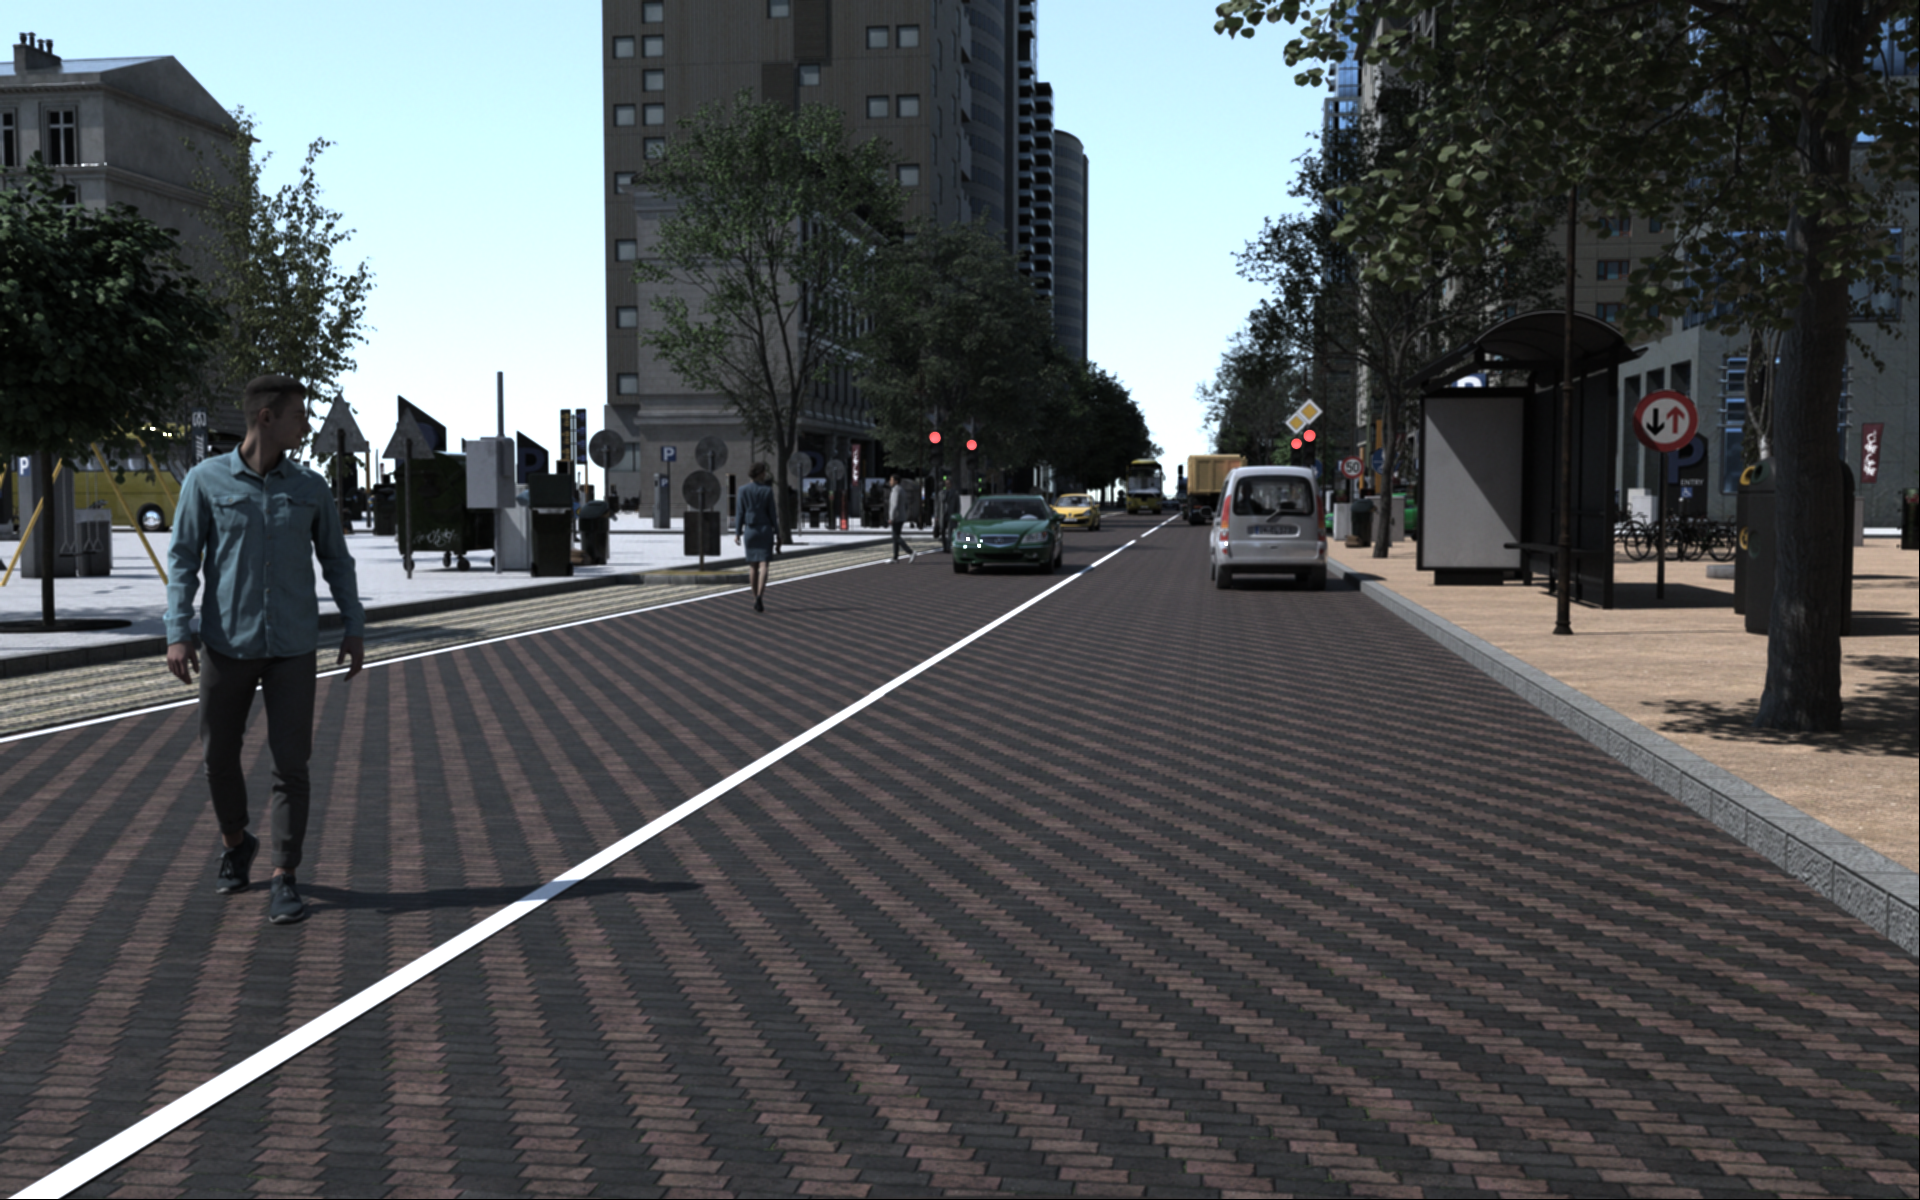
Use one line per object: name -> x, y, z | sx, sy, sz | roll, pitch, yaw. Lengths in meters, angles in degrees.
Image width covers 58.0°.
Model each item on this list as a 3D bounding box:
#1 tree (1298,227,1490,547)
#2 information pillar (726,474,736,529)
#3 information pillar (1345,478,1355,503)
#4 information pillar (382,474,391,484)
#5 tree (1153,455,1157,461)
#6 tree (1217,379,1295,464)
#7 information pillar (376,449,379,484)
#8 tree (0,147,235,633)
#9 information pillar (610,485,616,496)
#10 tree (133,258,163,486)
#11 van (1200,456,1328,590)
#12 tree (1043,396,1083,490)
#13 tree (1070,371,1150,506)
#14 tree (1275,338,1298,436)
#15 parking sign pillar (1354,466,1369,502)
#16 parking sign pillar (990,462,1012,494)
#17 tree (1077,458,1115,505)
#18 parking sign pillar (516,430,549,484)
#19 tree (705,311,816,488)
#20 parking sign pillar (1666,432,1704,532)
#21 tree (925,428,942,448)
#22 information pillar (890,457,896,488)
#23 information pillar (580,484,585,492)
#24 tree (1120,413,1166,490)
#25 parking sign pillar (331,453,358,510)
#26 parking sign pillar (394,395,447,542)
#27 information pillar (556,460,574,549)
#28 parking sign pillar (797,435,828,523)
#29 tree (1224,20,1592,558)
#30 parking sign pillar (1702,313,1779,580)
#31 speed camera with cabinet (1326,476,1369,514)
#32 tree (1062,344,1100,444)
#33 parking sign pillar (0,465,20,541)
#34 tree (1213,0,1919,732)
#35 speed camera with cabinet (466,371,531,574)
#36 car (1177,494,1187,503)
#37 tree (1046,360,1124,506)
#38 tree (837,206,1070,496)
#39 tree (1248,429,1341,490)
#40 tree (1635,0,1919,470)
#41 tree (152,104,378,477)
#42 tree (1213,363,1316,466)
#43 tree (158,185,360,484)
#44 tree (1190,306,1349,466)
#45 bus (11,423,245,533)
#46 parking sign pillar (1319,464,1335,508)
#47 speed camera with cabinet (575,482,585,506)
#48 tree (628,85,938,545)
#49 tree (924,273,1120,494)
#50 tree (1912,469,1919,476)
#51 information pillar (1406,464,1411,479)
tree -> 10.665, -5.595, 41.835 | 4.360, 8.622, 3.978 | 0, 3, 0
information pillar -> -8.492, -3.658, 64.306 | 0.304, 2.012, 0.304 | -2, 4, -25
information pillar -> 18.203, -4.671, 80.869 | 0.304, 2.012, 0.304 | -3, 5, -41
information pillar -> -21.019, -3.609, 63.500 | 0.304, 2.012, 0.304 | -1, 4, -19
tree -> 30.439, -20.337, 282.869 | 4.737, 8.622, 4.395 | 0, 3, 0
tree -> 28.459, -15.143, 164.601 | 9.611, 12.733, 9.660 | 0, 3, 0
information pillar -> -29.887, -5.965, 88.876 | 0.183, 3.616, 0.504 | -1, 4, -14
tree -> -8.714, -2.002, 16.450 | 4.285, 4.588, 4.351 | 0, 3, 0
information pillar -> -26.906, -7.943, 134.354 | 0.304, 2.012, 0.304 | 1, 4, 16
tree -> -22.555, -6.122, 50.462 | 4.360, 8.622, 3.978 | 0, 3, 0
van -> 4.828, -1.246, 27.381 | 2.013, 2.044, 4.112 | 0, 4, 7
tree -> 7.197, -10.761, 126.307 | 4.360, 8.622, 3.978 | 0, 3, 0
tree -> 14.683, -16.644, 178.782 | 9.857, 13.997, 8.962 | 0, 3, 0
tree -> 14.663, -7.368, 70.830 | 4.360, 8.622, 3.978 | 0, 3, 0
parking sign pillar -> 28.147, -8.181, 122.226 | 1.447, 3.967, 1.447 | 3, 5, 43
parking sign pillar -> 2.310, -6.636, 96.969 | 1.447, 3.967, 1.447 | 3, 5, 45
tree -> 12.227, -10.550, 156.199 | 4.285, 4.588, 4.351 | 0, 3, 0
parking sign pillar -> -17.931, -5.151, 72.698 | 1.447, 3.967, 1.447 | 0, 4, -8
tree -> -7.867, -7.218, 68.370 | 4.360, 8.622, 3.978 | 0, 3, 0
parking sign pillar -> 23.971, -4.201, 57.152 | 1.447, 3.967, 1.447 | 1, 4, 18
tree -> -0.536, -10.494, 121.941 | 4.737, 8.622, 4.395 | 0, 3, 0
information pillar -> -4.021, -6.890, 104.005 | 0.183, 3.616, 0.504 | 3, 4, 38
information pillar -> -28.554, -7.750, 131.196 | 0.304, 2.012, 0.304 | 2, 4, 25
tree -> 22.682, -19.212, 231.118 | 9.611, 12.733, 9.660 | 0, 3, 0
parking sign pillar -> -31.187, -6.072, 87.746 | 1.447, 3.967, 1.447 | 1, 4, 17
parking sign pillar -> -14.602, -3.576, 46.933 | 1.447, 3.967, 1.447 | 0, 4, 4
information pillar -> -8.516, -2.009, 37.342 | 0.304, 2.012, 0.304 | 0, 4, 1
parking sign pillar -> -6.685, -5.502, 78.433 | 1.447, 3.967, 1.447 | -1, 4, -11
tree -> 8.719, -6.106, 34.240 | 7.601, 10.594, 8.767 | 2, 4, 32
parking sign pillar -> 12.138, -2.310, 26.238 | 1.447, 3.967, 1.447 | 1, 4, 21
speed camera with cabinet -> 19.418, -5.654, 86.778 | 2.038, 3.252, 0.660 | 0, 4, 4
tree -> 5.309, -11.608, 115.552 | 9.928, 11.665, 9.643 | 0, 3, 0
parking sign pillar -> -26.509, -3.626, 47.751 | 1.447, 3.967, 1.447 | -1, 4, -19
tree -> 5.040, -5.575, 9.271 | 7.486, 12.596, 7.792 | 0, 3, 0
speed camera with cabinet -> -7.467, -2.103, 28.714 | 0.660, 3.252, 2.038 | 1, 4, 11
car -> 33.567, -15.391, 261.870 | 2.015, 1.641, 3.980 | 1, 4, 9
tree -> 11.024, -13.963, 146.420 | 7.486, 12.596, 7.792 | 0, 3, 0
tree -> -0.289, -10.355, 75.958 | 9.857, 13.997, 8.962 | 0, 3, 0
tree -> 16.043, -5.911, 80.361 | 4.285, 4.588, 4.351 | 0, 3, 0
tree -> 10.996, -4.443, 23.005 | 4.360, 8.622, 3.978 | 0, 3, 0
tree -> -13.054, -5.058, 33.058 | 4.737, 8.622, 4.395 | 0, 3, 0
tree -> 22.120, -12.218, 125.518 | 9.928, 11.665, 9.643 | 0, 3, 0
tree -> -16.119, -5.555, 41.191 | 4.360, 8.622, 3.978 | 0, 3, 0
tree -> 19.921, -12.361, 112.469 | 12.009, 13.543, 11.850 | 0, 3, 0
bus -> -30.747, -4.255, 61.114 | 12.252, 3.916, 2.896 | 1, 4, 10
parking sign pillar -> 19.210, -6.331, 91.979 | 1.447, 3.967, 1.447 | 0, 4, 3
speed camera with cabinet -> -28.306, -8.169, 127.901 | 0.660, 3.252, 2.038 | -3, 5, -40
tree -> -4.418, -7.209, 43.616 | 9.928, 11.665, 9.643 | 0, 3, 0
tree -> 2.106, -10.534, 89.239 | 9.611, 12.733, 9.660 | 0, 3, 0
tree -> 35.976, -4.202, 63.303 | 1.663, 3.219, 1.824 | 0, 3, 0
information pillar -> 32.258, -8.151, 124.616 | 0.183, 3.616, 0.504 | 3, 5, 42
